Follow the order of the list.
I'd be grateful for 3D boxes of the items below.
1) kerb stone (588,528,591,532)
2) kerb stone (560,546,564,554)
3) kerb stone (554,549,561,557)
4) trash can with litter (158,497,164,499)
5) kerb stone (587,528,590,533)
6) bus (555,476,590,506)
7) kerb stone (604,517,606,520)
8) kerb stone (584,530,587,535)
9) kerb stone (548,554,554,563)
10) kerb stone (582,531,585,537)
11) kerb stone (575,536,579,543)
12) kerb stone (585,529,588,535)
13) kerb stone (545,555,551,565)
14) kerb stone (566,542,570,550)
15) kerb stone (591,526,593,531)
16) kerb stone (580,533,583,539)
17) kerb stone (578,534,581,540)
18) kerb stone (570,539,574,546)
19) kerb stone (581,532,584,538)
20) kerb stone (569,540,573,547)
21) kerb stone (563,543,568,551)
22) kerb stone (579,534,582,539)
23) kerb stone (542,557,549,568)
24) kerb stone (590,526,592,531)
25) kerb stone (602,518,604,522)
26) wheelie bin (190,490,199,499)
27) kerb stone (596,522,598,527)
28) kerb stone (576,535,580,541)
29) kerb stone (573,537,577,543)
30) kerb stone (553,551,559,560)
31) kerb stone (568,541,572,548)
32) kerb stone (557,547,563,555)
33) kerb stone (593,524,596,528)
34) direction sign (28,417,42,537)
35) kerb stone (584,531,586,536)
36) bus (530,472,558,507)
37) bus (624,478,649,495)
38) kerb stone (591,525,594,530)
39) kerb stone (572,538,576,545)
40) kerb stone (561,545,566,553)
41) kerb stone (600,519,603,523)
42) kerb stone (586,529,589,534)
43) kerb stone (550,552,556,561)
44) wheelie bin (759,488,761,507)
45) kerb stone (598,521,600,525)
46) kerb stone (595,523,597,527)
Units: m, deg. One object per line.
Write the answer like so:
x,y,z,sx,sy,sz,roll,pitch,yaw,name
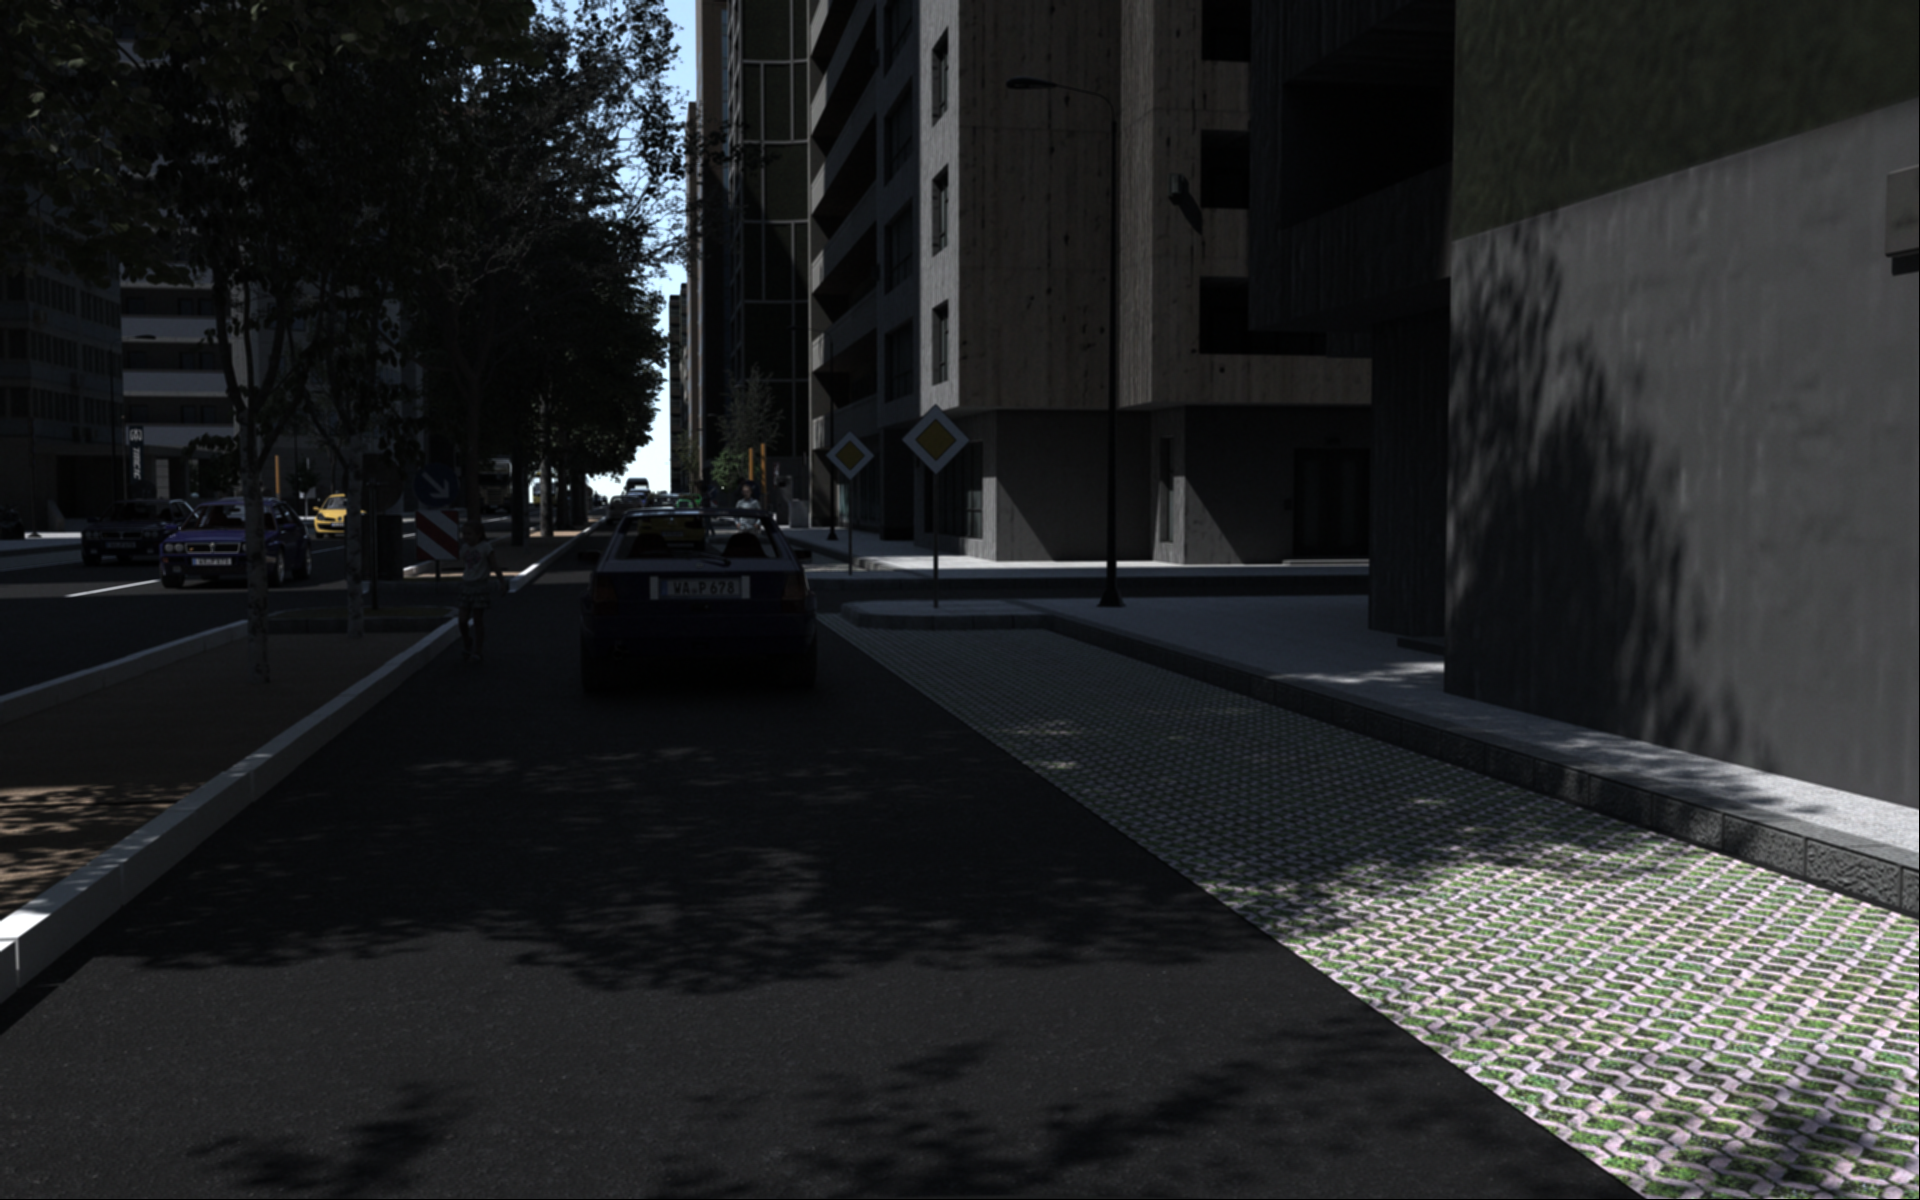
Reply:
-13.280,-2.395,61.473,0.120,0.150,1.000,-1,4,-10,kerb stone
-9.348,-1.107,40.295,0.120,0.150,1.000,-1,4,-10,kerb stone
-8.960,-0.984,38.281,0.120,0.150,1.000,-1,4,-10,kerb stone
-37.720,-4.355,82.589,1.055,1.170,0.624,-2,4,-34,trash can with litter
-13.084,-2.341,60.463,0.120,0.150,1.000,-1,4,-10,kerb stone
-37.426,-10.585,167.919,2.948,3.499,13.247,-1,4,-10,bus
-18.141,-4.004,87.663,0.120,0.150,1.000,-1,4,-10,kerb stone
-12.524,-2.154,57.426,0.120,0.150,1.000,-1,4,-10,kerb stone
-8.405,-0.799,35.266,0.120,0.150,1.000,-1,4,-10,kerb stone
-12.149,-2.028,55.413,0.120,0.150,1.000,-1,4,-10,kerb stone
-11.023,-1.662,49.365,0.120,0.150,1.000,-1,4,-10,kerb stone
-12.711,-2.216,58.431,0.120,0.150,1.000,-1,4,-10,kerb stone
-8.223,-0.738,34.258,0.120,0.150,1.000,-1,4,-10,kerb stone
-9.906,-1.290,43.317,0.120,0.150,1.000,-1,4,-10,kerb stone
-13.832,-2.587,64.496,0.120,0.150,1.000,-1,4,-10,kerb stone
-11.782,-1.906,53.401,0.120,0.150,1.000,-1,4,-10,kerb stone
-11.400,-1.784,51.381,0.120,0.150,1.000,-1,4,-10,kerb stone
-10.465,-1.477,46.344,0.120,0.150,1.000,-1,4,-10,kerb stone
-11.968,-1.970,54.405,0.120,0.150,1.000,-1,4,-10,kerb stone
-10.273,-1.415,45.328,0.120,0.150,1.000,-1,4,-10,kerb stone
-9.710,-1.230,42.314,0.120,0.150,1.000,-1,4,-10,kerb stone
-11.589,-1.847,52.392,0.120,0.150,1.000,-1,4,-10,kerb stone
-8.026,-0.676,33.252,0.120,0.150,1.000,-1,4,-10,kerb stone
-13.650,-2.520,63.490,0.120,0.150,1.000,-1,4,-10,kerb stone
-17.393,-3.757,83.629,0.120,0.150,1.000,-1,4,-10,kerb stone
-41.573,-5.281,94.250,0.693,1.594,0.980,-3,4,-37,wheelie bin
-15.331,-3.080,72.559,0.120,0.150,1.000,-1,4,-10,kerb stone
-11.217,-1.724,50.375,0.120,0.150,1.000,-1,4,-10,kerb stone
-10.837,-1.600,48.357,0.120,0.150,1.000,-1,4,-10,kerb stone
-8.778,-0.916,37.276,0.120,0.150,1.000,-1,4,-10,kerb stone
-10.085,-1.353,44.323,0.120,0.150,1.000,-1,4,-10,kerb stone
-9.153,-1.045,39.285,0.120,0.150,1.000,-1,4,-10,kerb stone
-14.590,-2.833,68.517,0.120,0.150,1.000,-1,4,-10,kerb stone
-27.440,-3.624,51.254,0.379,3.537,0.876,-1,4,-20,direction sign
-12.333,-2.091,56.422,0.120,0.150,1.000,-1,4,-10,kerb stone
-45.558,-12.222,191.375,2.896,3.916,12.252,-1,4,-10,bus
-38.045,-12.784,203.873,2.948,3.499,13.247,-1,4,-11,bus
-14.023,-2.647,65.500,0.120,0.150,1.000,-1,4,-10,kerb stone
-10.654,-1.534,47.352,0.120,0.150,1.000,-1,4,-10,kerb stone
-9.534,-1.163,41.301,0.120,0.150,1.000,-1,4,-10,kerb stone
-16.827,-3.573,80.607,0.120,0.150,1.000,-1,4,-10,kerb stone
-12.902,-2.278,59.450,0.120,0.150,1.000,-1,4,-10,kerb stone
-8.594,-0.861,36.270,0.120,0.150,1.000,-1,4,-10,kerb stone
-11.154,-5.386,95.969,0.693,1.594,0.980,2,4,34,wheelie bin
-15.908,-3.263,75.579,0.120,0.150,1.000,-1,4,-10,kerb stone
-14.959,-2.957,70.538,0.120,0.150,1.000,-1,4,-10,kerb stone
